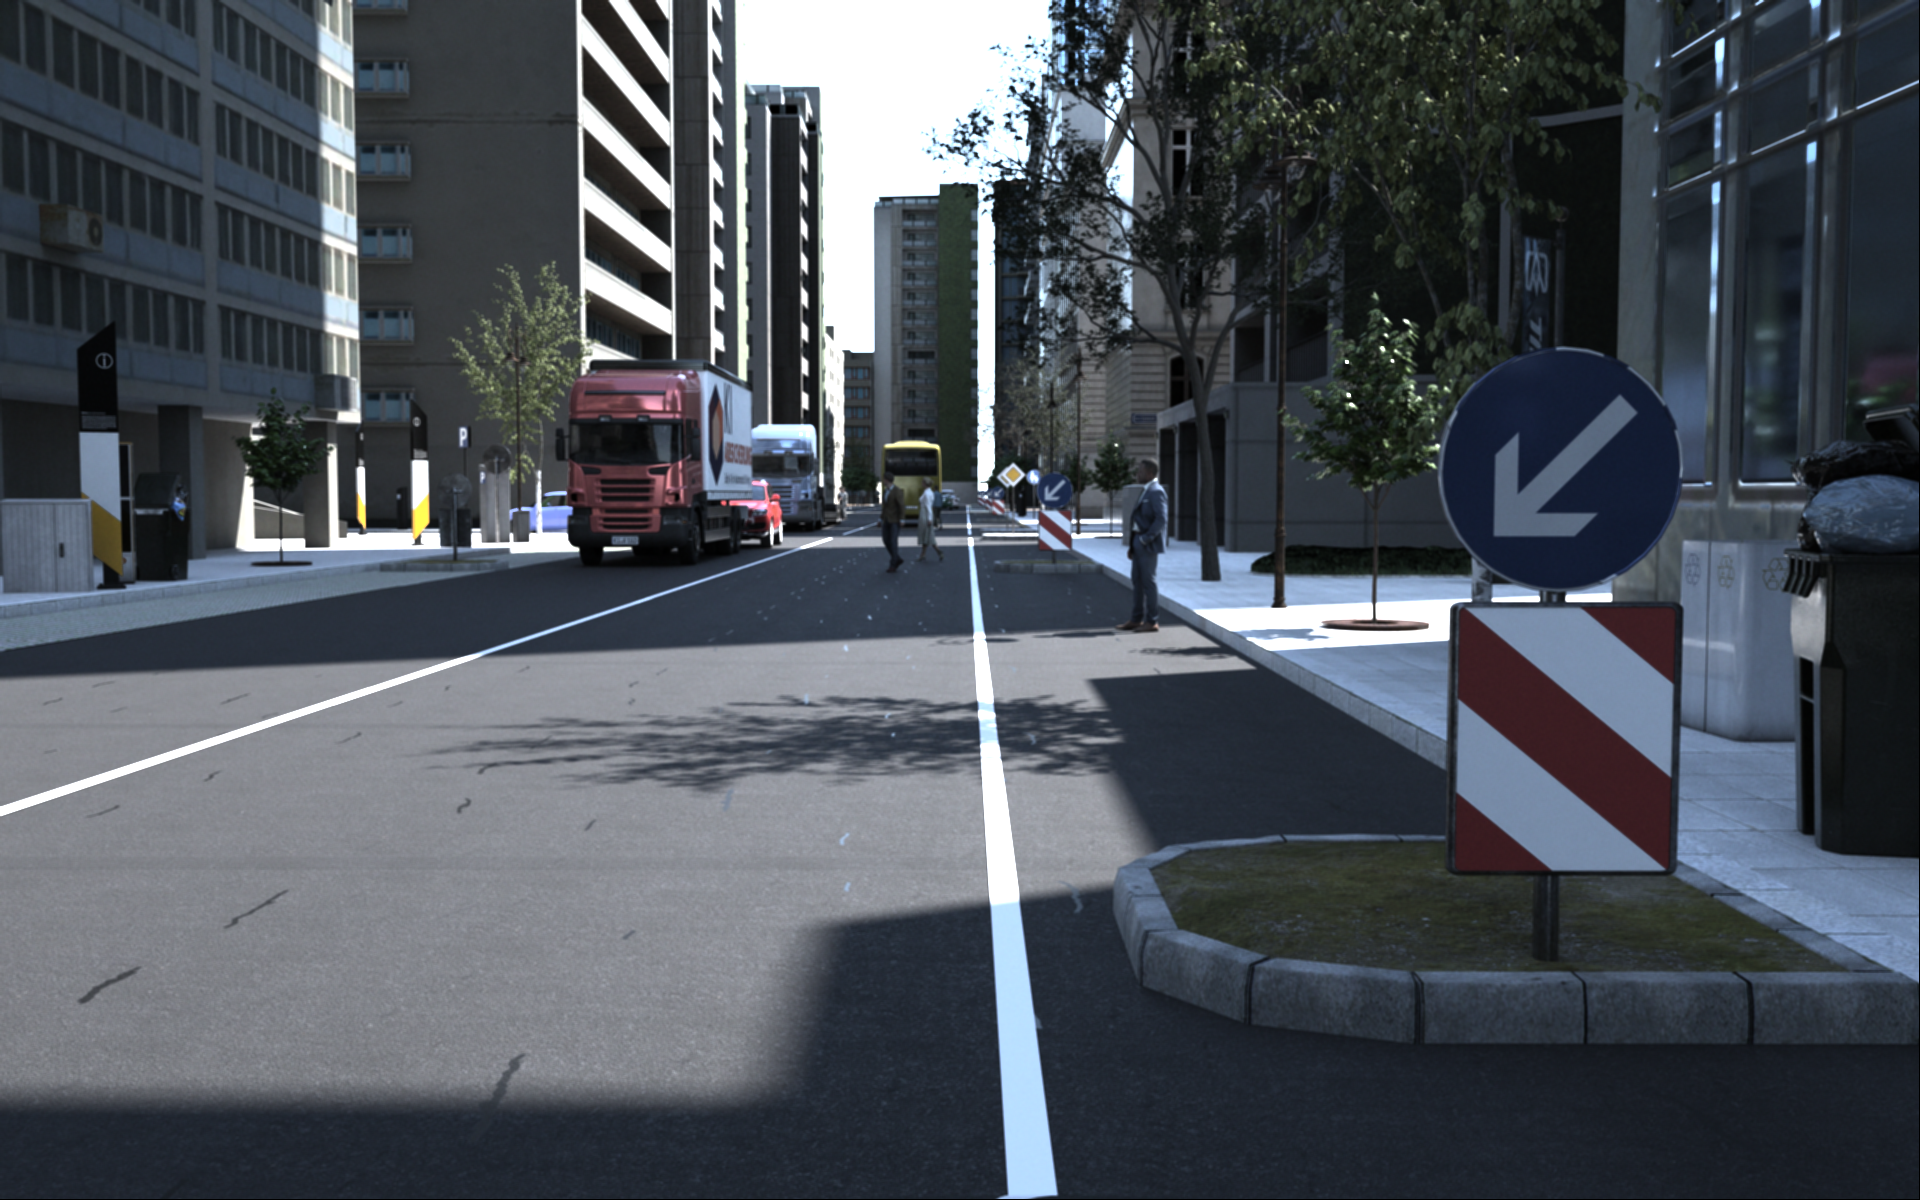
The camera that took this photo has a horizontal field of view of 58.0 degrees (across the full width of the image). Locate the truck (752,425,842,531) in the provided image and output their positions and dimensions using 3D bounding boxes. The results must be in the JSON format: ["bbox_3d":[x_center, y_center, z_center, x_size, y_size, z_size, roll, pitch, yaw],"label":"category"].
[{"bbox_3d":[-6.810,-5.106,73.246,2.967,4.110,18.799,0,4,0],"label":"truck"}]

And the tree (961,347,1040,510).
[{"bbox_3d":[5.118,-14.285,143.928,12.009,13.543,11.850,0,3,0],"label":"tree"}]

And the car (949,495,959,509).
[{"bbox_3d":[-1.072,-9.450,166.874,2.083,1.381,4.827,0,4,-1],"label":"car"}]

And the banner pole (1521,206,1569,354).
[{"bbox_3d":[5.062,-1.530,15.030,0.863,3.779,0.401,-3,5,-42],"label":"banner pole"}]

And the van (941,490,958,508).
[{"bbox_3d":[-1.269,-10.493,178.565,2.013,2.044,4.112,0,4,2],"label":"van"}]

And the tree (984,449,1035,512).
[{"bbox_3d":[3.856,-8.713,126.165,4.285,4.588,4.351,0,3,0],"label":"tree"}]

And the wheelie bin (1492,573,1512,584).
[{"bbox_3d":[7.742,-1.040,24.911,0.693,1.594,0.980,0,4,7],"label":"wheelie bin"}]

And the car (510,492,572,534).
[{"bbox_3d":[-13.760,-3.026,59.060,3.694,1.707,1.945,0,3,0],"label":"car"}]

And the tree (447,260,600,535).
[{"bbox_3d":[-13.412,-6.334,53.931,4.737,8.622,4.395,0,3,0],"label":"tree"}]

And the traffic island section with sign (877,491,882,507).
[{"bbox_3d":[-9.084,-11.178,191.389,1.989,1.847,2.006,0,4,0],"label":"traffic island section with sign"}]

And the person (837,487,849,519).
[{"bbox_3d":[-6.810,-5.578,99.483,0.659,1.850,0.755,2,4,29],"label":"person"}]

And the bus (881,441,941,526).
[{"bbox_3d":[-2.219,-5.381,79.528,2.896,3.916,12.252,0,4,-1],"label":"bus"}]

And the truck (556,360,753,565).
[{"bbox_3d":[-6.494,-3.031,38.466,2.839,4.237,11.283,0,3,0],"label":"truck"}]

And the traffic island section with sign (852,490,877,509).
[{"bbox_3d":[-9.185,-9.529,164.434,1.989,1.847,2.006,0,4,0],"label":"traffic island section with sign"}]

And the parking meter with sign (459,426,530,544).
[{"bbox_3d":[-12.101,-2.989,45.125,1.738,3.016,0.543,-3,5,-41],"label":"parking meter with sign"}]

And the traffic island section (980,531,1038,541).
[{"bbox_3d":[1.698,-1.972,54.524,2.009,0.180,2.903,0,4,0],"label":"traffic island section"}]

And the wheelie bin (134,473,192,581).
[{"bbox_3d":[-11.892,-1.090,25.736,0.980,1.594,0.693,0,4,5],"label":"wheelie bin"}]

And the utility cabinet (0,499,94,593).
[{"bbox_3d":[-11.903,-0.699,22.597,1.020,1.237,0.306,-1,4,-16],"label":"utility cabinet"}]

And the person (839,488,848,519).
[{"bbox_3d":[-6.643,-5.464,98.044,0.583,1.804,0.606,-2,4,-33],"label":"person"}]

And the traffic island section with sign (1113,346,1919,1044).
[{"bbox_3d":[1.518,0.194,5.456,1.989,1.847,2.006,0,4,0],"label":"traffic island section with sign"}]

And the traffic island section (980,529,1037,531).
[{"bbox_3d":[1.725,-2.460,62.509,2.009,0.180,2.903,0,4,0],"label":"traffic island section"}]

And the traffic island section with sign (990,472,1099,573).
[{"bbox_3d":[1.627,-1.455,32.411,1.989,1.847,2.006,0,4,0],"label":"traffic island section with sign"}]

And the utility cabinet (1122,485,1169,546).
[{"bbox_3d":[4.525,-2.059,42.342,1.173,1.500,0.318,3,5,40],"label":"utility cabinet"}]

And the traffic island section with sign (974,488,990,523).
[{"bbox_3d":[1.817,-4.837,87.719,1.989,1.847,2.006,0,4,0],"label":"traffic island section with sign"}]

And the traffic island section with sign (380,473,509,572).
[{"bbox_3d":[-9.639,-1.471,32.672,1.989,1.847,2.006,0,4,0],"label":"traffic island section with sign"}]

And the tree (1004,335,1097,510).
[{"bbox_3d":[4.134,-8.000,81.165,4.360,8.622,3.978,0,3,0],"label":"tree"}]

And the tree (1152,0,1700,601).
[{"bbox_3d":[3.456,-3.774,12.070,4.737,8.622,4.395,0,3,0],"label":"tree"}]

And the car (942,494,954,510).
[{"bbox_3d":[-1.579,-8.706,154.145,2.131,1.459,4.920,0,4,-1],"label":"car"}]

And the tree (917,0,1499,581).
[{"bbox_3d":[3.705,-5.582,25.673,8.767,10.594,7.601,0,4,-6],"label":"tree"}]

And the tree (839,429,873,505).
[{"bbox_3d":[-11.530,-14.935,194.548,4.737,8.622,4.395,0,3,0],"label":"tree"}]

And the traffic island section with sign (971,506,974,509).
[{"bbox_3d":[1.910,-6.540,115.557,1.989,1.847,2.006,0,4,0],"label":"traffic island section with sign"}]

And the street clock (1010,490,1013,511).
[{"bbox_3d":[3.926,-7.715,130.713,0.471,2.002,0.358,0,4,6],"label":"street clock"}]

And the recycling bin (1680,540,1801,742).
[{"bbox_3d":[4.363,0.199,9.294,0.722,1.027,0.722,0,4,-3],"label":"recycling bin"}]

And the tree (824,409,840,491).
[{"bbox_3d":[-11.733,-11.687,141.441,4.360,8.622,3.978,0,3,0],"label":"tree"}]

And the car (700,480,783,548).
[{"bbox_3d":[-6.017,-2.372,47.450,2.281,1.827,5.304,0,4,-2],"label":"car"}]

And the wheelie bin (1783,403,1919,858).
[{"bbox_3d":[3.381,0.099,6.293,0.693,1.594,0.980,1,4,14],"label":"wheelie bin"}]

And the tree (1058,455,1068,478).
[{"bbox_3d":[4.810,-4.781,72.769,1.663,3.219,1.824,0,3,0],"label":"tree"}]

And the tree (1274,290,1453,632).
[{"bbox_3d":[3.849,-1.343,16.567,1.663,3.219,1.824,0,3,0],"label":"tree"}]

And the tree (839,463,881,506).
[{"bbox_3d":[-11.371,-12.326,185.237,4.285,4.588,4.351,0,3,0],"label":"tree"}]

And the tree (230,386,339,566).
[{"bbox_3d":[-12.356,-2.240,31.225,1.663,3.219,1.824,0,3,0],"label":"tree"}]

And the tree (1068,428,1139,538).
[{"bbox_3d":[4.309,-3.425,50.607,1.663,3.219,1.824,0,3,0],"label":"tree"}]
